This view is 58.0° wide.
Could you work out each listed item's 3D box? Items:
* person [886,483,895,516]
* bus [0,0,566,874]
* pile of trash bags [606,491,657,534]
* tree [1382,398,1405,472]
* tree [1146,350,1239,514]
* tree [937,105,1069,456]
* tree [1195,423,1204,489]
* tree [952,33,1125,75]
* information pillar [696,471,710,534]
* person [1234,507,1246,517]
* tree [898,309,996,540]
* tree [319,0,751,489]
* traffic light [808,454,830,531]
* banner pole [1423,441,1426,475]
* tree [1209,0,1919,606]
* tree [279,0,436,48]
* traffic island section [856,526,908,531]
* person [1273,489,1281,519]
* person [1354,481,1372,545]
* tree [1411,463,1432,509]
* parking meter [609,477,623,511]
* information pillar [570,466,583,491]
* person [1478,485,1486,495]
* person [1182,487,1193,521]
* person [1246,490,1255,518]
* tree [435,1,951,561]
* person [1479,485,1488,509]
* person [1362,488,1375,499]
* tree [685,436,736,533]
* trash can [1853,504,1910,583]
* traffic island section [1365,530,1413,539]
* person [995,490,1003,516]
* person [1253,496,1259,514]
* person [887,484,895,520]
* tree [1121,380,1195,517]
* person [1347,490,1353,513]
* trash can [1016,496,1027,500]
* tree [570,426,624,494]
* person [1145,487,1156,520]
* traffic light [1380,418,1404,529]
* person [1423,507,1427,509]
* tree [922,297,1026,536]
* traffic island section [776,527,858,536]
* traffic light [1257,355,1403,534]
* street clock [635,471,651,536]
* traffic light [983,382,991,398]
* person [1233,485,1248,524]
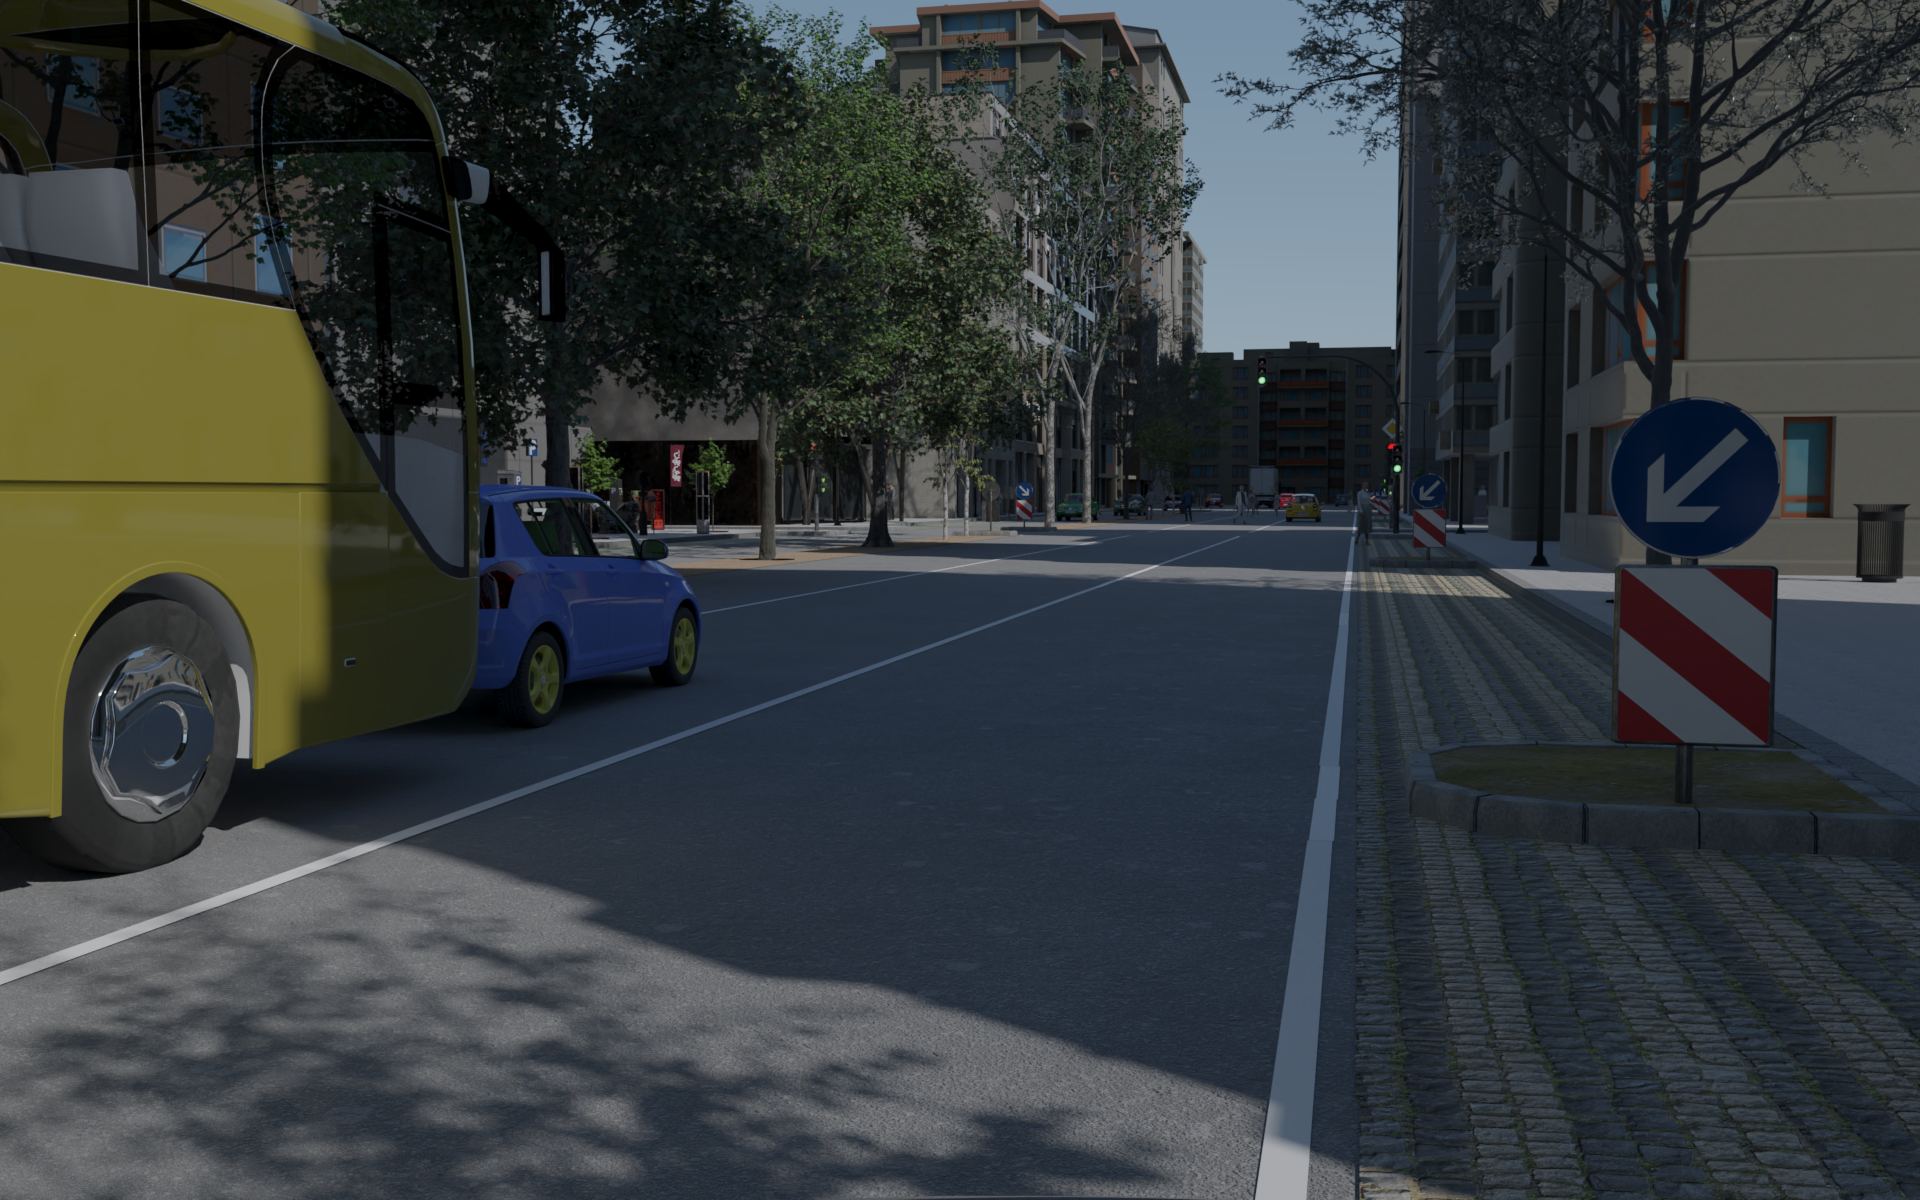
[{"bbox_3d":[-3.598,-5.017,88.037,0.822,1.834,0.622,-2,4,-34],"label":"person"},{"bbox_3d":[-5.028,-0.743,3.693,2.896,3.916,12.252,1,4,15],"label":"bus"},{"bbox_3d":[-11.022,-2.829,56.001,3.447,1.369,1.912,3,4,39],"label":"pile of trash bags"},{"bbox_3d":[34.160,-11.114,132.079,4.360,8.622,3.978,0,3,0],"label":"tree"},{"bbox_3d":[16.002,-11.936,123.364,9.928,11.665,9.643,0,3,0],"label":"tree"},{"bbox_3d":[-2.156,-7.766,46.447,9.611,12.733,9.660,0,3,0],"label":"tree"},{"bbox_3d":[13.035,-9.662,110.796,4.737,8.622,4.395,0,3,0],"label":"tree"},{"bbox_3d":[2.679,-13.049,71.690,12.611,20.169,13.585,0,3,0],"label":"tree"},{"bbox_3d":[-8.264,-3.129,55.653,0.304,2.012,0.304,2,4,35],"label":"information pillar"},{"bbox_3d":[17.695,-5.834,109.377,0.738,1.151,1.012,0,4,4],"label":"person"},{"bbox_3d":[-0.464,-6.166,53.633,4.737,8.622,4.395,0,3,0],"label":"tree"},{"bbox_3d":[-6.228,-6.559,26.706,9.611,12.733,9.660,0,3,0],"label":"tree"},{"bbox_3d":[-5.007,-4.385,60.609,0.839,4.253,0.868,1,4,13],"label":"traffic light"},{"bbox_3d":[21.859,-5.600,81.585,0.401,3.779,0.863,1,4,15],"label":"banner pole"},{"bbox_3d":[8.023,-6.695,19.832,12.009,13.543,11.850,0,3,0],"label":"tree"},{"bbox_3d":[-8.838,-5.427,16.949,9.928,11.665,9.643,0,3,0],"label":"tree"},{"bbox_3d":[-3.256,-2.829,68.536,2.009,0.180,2.903,1,4,13],"label":"traffic island section"},{"bbox_3d":[18.121,-5.479,99.080,0.522,1.701,0.512,-1,4,-18],"label":"person"},{"bbox_3d":[11.208,-2.413,48.182,0.478,1.798,0.641,-1,4,-18],"label":"person"},{"bbox_3d":[26.333,-6.390,99.077,1.663,3.219,1.824,0,3,0],"label":"tree"},{"bbox_3d":[-11.633,-3.234,58.594,0.399,1.863,0.255,1,4,22],"label":"parking meter"},{"bbox_3d":[-10.063,-2.502,45.402,0.304,2.012,0.304,0,4,5],"label":"information pillar"},{"bbox_3d":[29.696,-5.635,98.402,0.641,1.798,0.478,-3,5,-42],"label":"person"},{"bbox_3d":[11.974,-5.036,91.019,0.721,1.800,0.419,-1,4,-18],"label":"person"},{"bbox_3d":[17.654,-5.841,105.000,0.512,1.701,0.522,-1,4,-14],"label":"person"},{"bbox_3d":[-4.071,-6.642,36.812,9.928,11.665,9.643,0,3,0],"label":"tree"},{"bbox_3d":[29.978,-5.734,100.011,0.699,1.804,1.509,0,4,-1],"label":"person"},{"bbox_3d":[16.047,-3.625,68.331,0.524,1.755,0.480,-1,4,-15],"label":"person"},{"bbox_3d":[-8.428,-3.882,58.069,1.663,3.219,1.824,0,3,0],"label":"tree"},{"bbox_3d":[13.400,-0.829,25.214,0.748,1.137,0.748,0,3,0],"label":"trash can"},{"bbox_3d":[14.198,-2.083,56.345,2.009,0.180,2.903,1,4,13],"label":"traffic island section"},{"bbox_3d":[2.280,-5.580,99.872,0.503,1.515,0.523,2,4,27],"label":"person"},{"bbox_3d":[21.350,-6.856,124.869,0.475,1.303,0.640,2,4,30],"label":"person"},{"bbox_3d":[-3.439,-4.898,86.304,0.473,1.802,0.592,1,4,14],"label":"person"},{"bbox_3d":[11.784,-9.377,106.129,4.737,8.622,4.395,0,3,0],"label":"tree"},{"bbox_3d":[30.328,-7.672,134.484,0.362,1.759,0.519,-2,4,-30],"label":"person"},{"bbox_3d":[3.873,-5.873,107.684,0.748,1.137,0.748,0,3,0],"label":"trash can"},{"bbox_3d":[-10.446,-3.329,49.037,1.663,3.219,1.824,0,3,0],"label":"tree"},{"bbox_3d":[10.556,-5.370,96.492,0.606,1.804,0.583,-1,4,-21],"label":"person"},{"bbox_3d":[15.949,-4.593,64.023,0.839,4.253,0.868,1,4,13],"label":"traffic light"},{"bbox_3d":[20.474,-4.282,76.391,0.374,1.781,0.599,1,4,21],"label":"person"},{"bbox_3d":[0.250,-6.447,58.230,4.360,8.622,3.978,0,3,0],"label":"tree"},{"bbox_3d":[-5.043,-2.353,60.753,2.009,0.180,2.903,1,4,13],"label":"traffic island section"},{"bbox_3d":[12.102,-5.009,56.567,4.771,5.953,1.251,1,4,13],"label":"traffic light"},{"bbox_3d":[-9.811,-3.000,53.624,0.358,2.002,0.471,3,4,39],"label":"street clock"},{"bbox_3d":[-1.160,-5.706,67.959,4.771,5.953,1.251,1,4,13],"label":"traffic light"},{"bbox_3d":[13.353,-4.525,82.366,0.514,1.842,0.818,-3,4,-36],"label":"person"}]
